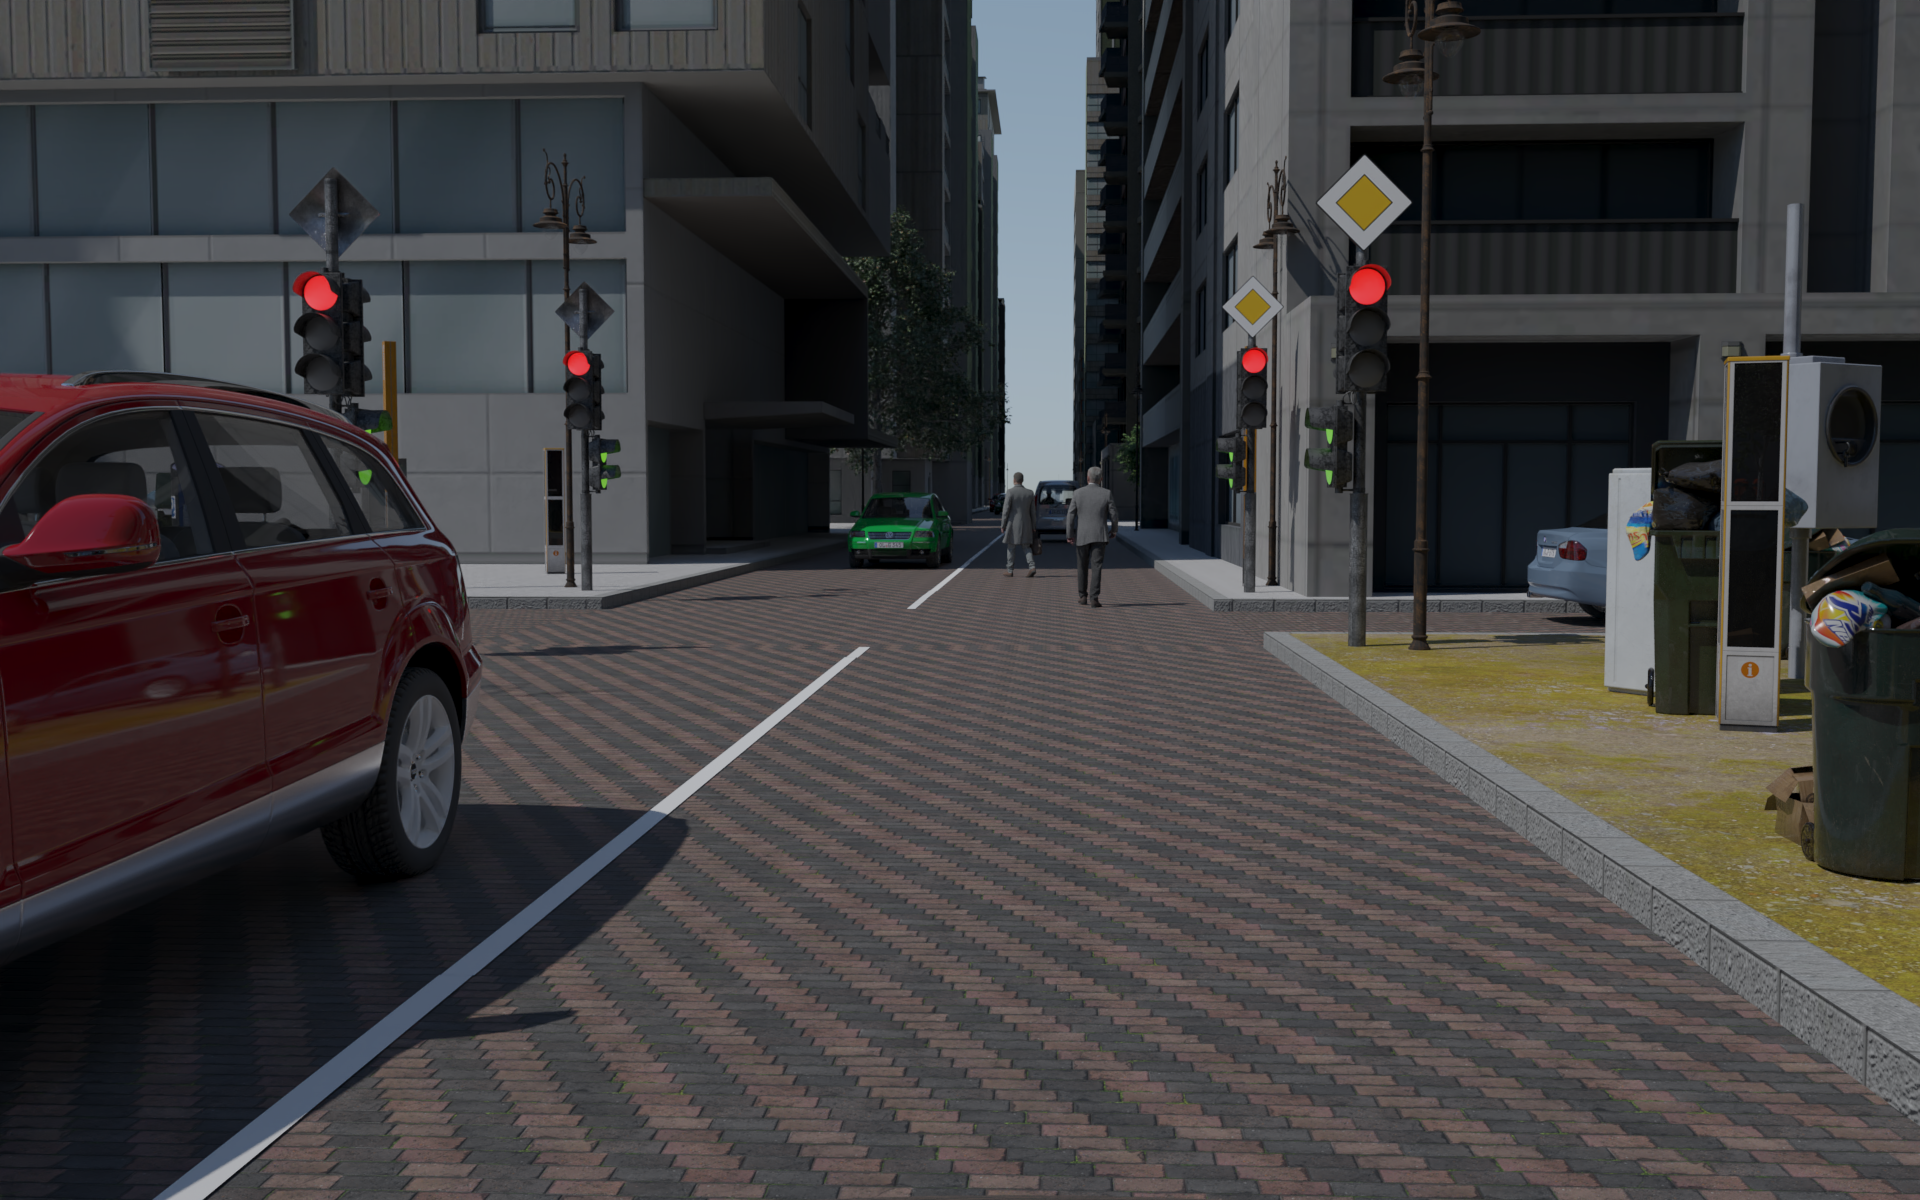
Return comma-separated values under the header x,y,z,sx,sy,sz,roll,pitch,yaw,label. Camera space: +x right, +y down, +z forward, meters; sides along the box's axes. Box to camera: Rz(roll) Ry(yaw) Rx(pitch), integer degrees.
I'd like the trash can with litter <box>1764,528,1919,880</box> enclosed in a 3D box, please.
x,y,z,sx,sy,sz,roll,pitch,yaw,label
3.130,0.323,6.108,0.624,1.170,1.055,0,4,5,trash can with litter

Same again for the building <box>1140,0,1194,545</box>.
x,y,z,sx,sy,sz,roll,pitch,yaw,label
16.786,-26.206,52.176,21.300,48.544,21.600,0,4,3,building

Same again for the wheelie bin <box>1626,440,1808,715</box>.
x,y,z,sx,sy,sz,roll,pitch,yaw,label
4.420,-0.137,10.153,0.980,1.594,0.693,1,4,22,wheelie bin

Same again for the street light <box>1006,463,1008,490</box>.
x,y,z,sx,sy,sz,roll,pitch,yaw,label
7.009,-17.330,256.126,0.468,5.910,1.993,0,4,3,street light

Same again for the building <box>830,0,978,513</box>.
x,y,z,sx,sy,sz,roll,pitch,yaw,label
-5.754,-28.348,147.087,14.154,41.232,14.086,0,4,3,building

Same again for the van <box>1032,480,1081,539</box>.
x,y,z,sx,sy,sz,roll,pitch,yaw,label
3.016,-2.808,52.922,2.013,2.044,4.112,0,4,3,van

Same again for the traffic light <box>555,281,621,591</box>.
x,y,z,sx,sy,sz,roll,pitch,yaw,label
-4.944,-2.079,22.918,0.839,4.253,0.868,0,4,3,traffic light

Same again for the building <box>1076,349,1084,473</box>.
x,y,z,sx,sy,sz,roll,pitch,yaw,label
28.791,-22.958,220.394,27.650,21.520,28.899,0,4,3,building

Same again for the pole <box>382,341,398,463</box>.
x,y,z,sx,sy,sz,roll,pitch,yaw,label
-7.620,-1.797,23.216,0.158,3.312,0.155,0,3,0,pole

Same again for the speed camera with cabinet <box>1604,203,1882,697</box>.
x,y,z,sx,sy,sz,roll,pitch,yaw,label
5.197,-1.045,11.416,2.038,3.252,0.660,-2,4,-29,speed camera with cabinet

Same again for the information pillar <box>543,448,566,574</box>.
x,y,z,sx,sy,sz,roll,pitch,yaw,label
-6.513,-1.427,27.820,0.304,2.012,0.304,-1,4,-19,information pillar

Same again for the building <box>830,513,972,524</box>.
x,y,z,sx,sy,sz,roll,pitch,yaw,label
-6.749,-24.308,81.031,14.154,41.232,14.086,0,4,3,building

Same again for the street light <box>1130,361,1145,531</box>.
x,y,z,sx,sy,sz,roll,pitch,yaw,label
6.171,-5.355,60.340,0.468,5.910,1.993,0,4,3,street light

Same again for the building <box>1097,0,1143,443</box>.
x,y,z,sx,sy,sz,roll,pitch,yaw,label
20.225,-28.014,112.648,22.147,44.769,28.867,0,4,3,building

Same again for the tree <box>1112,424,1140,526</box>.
x,y,z,sx,sy,sz,roll,pitch,yaw,label
7.721,-5.216,69.003,4.285,4.588,4.351,0,3,0,tree

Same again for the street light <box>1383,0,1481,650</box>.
x,y,z,sx,sy,sz,roll,pitch,yaw,label
3.790,-2.527,14.108,0.468,5.910,1.993,0,4,3,street light

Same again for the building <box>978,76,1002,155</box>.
x,y,z,sx,sy,sz,roll,pitch,yaw,label
-9.333,-38.830,224.101,28.713,52.752,27.495,0,4,3,building

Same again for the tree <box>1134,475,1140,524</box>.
x,y,z,sx,sy,sz,roll,pitch,yaw,label
8.167,-4.816,73.348,1.663,3.219,1.824,0,3,0,tree

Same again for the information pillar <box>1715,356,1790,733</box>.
x,y,z,sx,sy,sz,roll,pitch,yaw,label
4.302,-0.301,9.413,0.304,2.012,0.304,1,4,20,information pillar

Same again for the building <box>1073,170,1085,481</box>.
x,y,z,sx,sy,sz,roll,pitch,yaw,label
26.823,-37.998,244.972,21.300,48.544,21.600,0,4,3,building

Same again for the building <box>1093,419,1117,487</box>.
x,y,z,sx,sy,sz,roll,pitch,yaw,label
22.579,-50.692,141.478,22.319,86.520,31.000,0,4,3,building

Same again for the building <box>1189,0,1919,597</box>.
x,y,z,sx,sy,sz,roll,pitch,yaw,label
15.156,-36.133,29.023,20.611,71.187,20.563,0,4,3,building

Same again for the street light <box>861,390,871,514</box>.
x,y,z,sx,sy,sz,roll,pitch,yaw,label
-3.363,-5.329,59.916,0.468,5.910,1.993,0,4,3,street light

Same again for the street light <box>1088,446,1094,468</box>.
x,y,z,sx,sy,sz,roll,pitch,yaw,label
10.260,-9.970,135.789,0.468,5.910,1.993,0,4,3,street light

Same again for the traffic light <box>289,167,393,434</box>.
x,y,z,sx,sy,sz,roll,pitch,yaw,label
-5.370,-1.592,14.945,0.839,4.253,0.868,0,4,3,traffic light

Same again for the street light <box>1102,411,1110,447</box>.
x,y,z,sx,sy,sz,roll,pitch,yaw,label
8.387,-7.745,99.418,0.468,5.910,1.993,0,4,3,street light

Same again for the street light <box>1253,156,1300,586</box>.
x,y,z,sx,sy,sz,roll,pitch,yaw,label
4.382,-3.142,24.152,0.468,5.910,1.993,0,4,3,street light

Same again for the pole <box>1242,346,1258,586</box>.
x,y,z,sx,sy,sz,roll,pitch,yaw,label
4.009,-1.841,23.942,0.158,3.312,0.155,0,3,0,pole

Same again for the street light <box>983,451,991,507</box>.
x,y,z,sx,sy,sz,roll,pitch,yaw,label
2.594,-12.238,172.872,0.468,5.910,1.993,0,4,3,street light

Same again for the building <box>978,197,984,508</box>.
x,y,z,sx,sy,sz,roll,pitch,yaw,label
-5.046,-23.879,162.122,14.160,30.474,14.107,0,4,3,building

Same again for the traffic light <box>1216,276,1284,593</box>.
x,y,z,sx,sy,sz,roll,pitch,yaw,label
3.756,-2.052,22.471,0.839,4.253,0.868,0,4,3,traffic light

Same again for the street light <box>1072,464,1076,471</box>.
x,y,z,sx,sy,sz,roll,pitch,yaw,label
14.750,-15.135,220.239,0.468,5.910,1.993,0,4,3,street light

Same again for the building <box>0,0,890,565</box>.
x,y,z,sx,sy,sz,roll,pitch,yaw,label
-16.098,-27.734,42.685,28.713,52.752,27.495,0,4,3,building

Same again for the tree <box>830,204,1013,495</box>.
x,y,z,sx,sy,sz,roll,pitch,yaw,label
-3.180,-9.211,67.607,9.611,12.733,9.660,0,3,0,tree

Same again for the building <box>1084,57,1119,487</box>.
x,y,z,sx,sy,sz,roll,pitch,yaw,label
18.925,-29.480,165.588,14.154,41.232,14.086,0,4,3,building

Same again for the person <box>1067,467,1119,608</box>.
x,y,z,sx,sy,sz,roll,pitch,yaw,label
1.694,-0.813,22.190,0.661,1.777,0.834,0,4,2,person

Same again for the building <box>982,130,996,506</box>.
x,y,z,sx,sy,sz,roll,pitch,yaw,label
-3.662,-30.922,189.174,14.154,41.232,14.086,0,4,3,building

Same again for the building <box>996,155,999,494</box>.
x,y,z,sx,sy,sz,roll,pitch,yaw,label
-2.735,-31.788,203.321,14.154,41.232,14.086,0,4,3,building

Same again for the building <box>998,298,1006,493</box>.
x,y,z,sx,sy,sz,roll,pitch,yaw,label
-0.762,-28.994,245.752,14.160,30.474,14.107,0,4,3,building

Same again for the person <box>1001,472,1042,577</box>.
x,y,z,sx,sy,sz,roll,pitch,yaw,label
1.022,-1.299,29.847,0.694,1.812,0.767,-2,4,-26,person

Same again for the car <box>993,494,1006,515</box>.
x,y,z,sx,sy,sz,roll,pitch,yaw,label
3.403,-6.731,121.856,2.131,1.459,4.920,0,4,4,car

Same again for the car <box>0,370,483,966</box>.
x,y,z,sx,sy,sz,roll,pitch,yaw,label
-3.105,0.219,5.093,2.281,1.827,5.304,0,4,4,car

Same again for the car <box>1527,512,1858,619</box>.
x,y,z,sx,sy,sz,roll,pitch,yaw,label
8.670,-0.439,19.182,4.499,1.417,2.014,0,4,3,car

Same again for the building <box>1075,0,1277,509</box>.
x,y,z,sx,sy,sz,roll,pitch,yaw,label
23.422,-46.249,194.420,20.563,71.187,20.611,0,4,3,building

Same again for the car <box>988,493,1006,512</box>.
x,y,z,sx,sy,sz,roll,pitch,yaw,label
3.304,-7.889,138.027,2.155,1.783,4.494,0,4,4,car

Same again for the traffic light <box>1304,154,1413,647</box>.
x,y,z,sx,sy,sz,roll,pitch,yaw,label
3.330,-1.564,14.497,0.839,4.253,0.868,0,4,3,traffic light

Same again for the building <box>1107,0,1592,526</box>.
x,y,z,sx,sy,sz,roll,pitch,yaw,label
17.655,-39.577,85.335,20.563,71.187,20.611,0,4,3,building

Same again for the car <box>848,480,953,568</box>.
x,y,z,sx,sy,sz,roll,pitch,yaw,label
-1.155,-1.597,34.905,1.959,1.807,4.718,0,4,5,car

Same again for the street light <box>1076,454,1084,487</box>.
x,y,z,sx,sy,sz,roll,pitch,yaw,label
12.826,-12.922,184.058,0.468,5.910,1.993,0,4,3,street light

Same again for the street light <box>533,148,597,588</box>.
x,y,z,sx,sy,sz,roll,pitch,yaw,label
-5.355,-3.111,23.655,0.468,5.910,1.993,0,4,3,street light

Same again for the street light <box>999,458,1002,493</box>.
x,y,z,sx,sy,sz,roll,pitch,yaw,label
5.142,-15.096,219.610,0.468,5.910,1.993,0,4,3,street light
